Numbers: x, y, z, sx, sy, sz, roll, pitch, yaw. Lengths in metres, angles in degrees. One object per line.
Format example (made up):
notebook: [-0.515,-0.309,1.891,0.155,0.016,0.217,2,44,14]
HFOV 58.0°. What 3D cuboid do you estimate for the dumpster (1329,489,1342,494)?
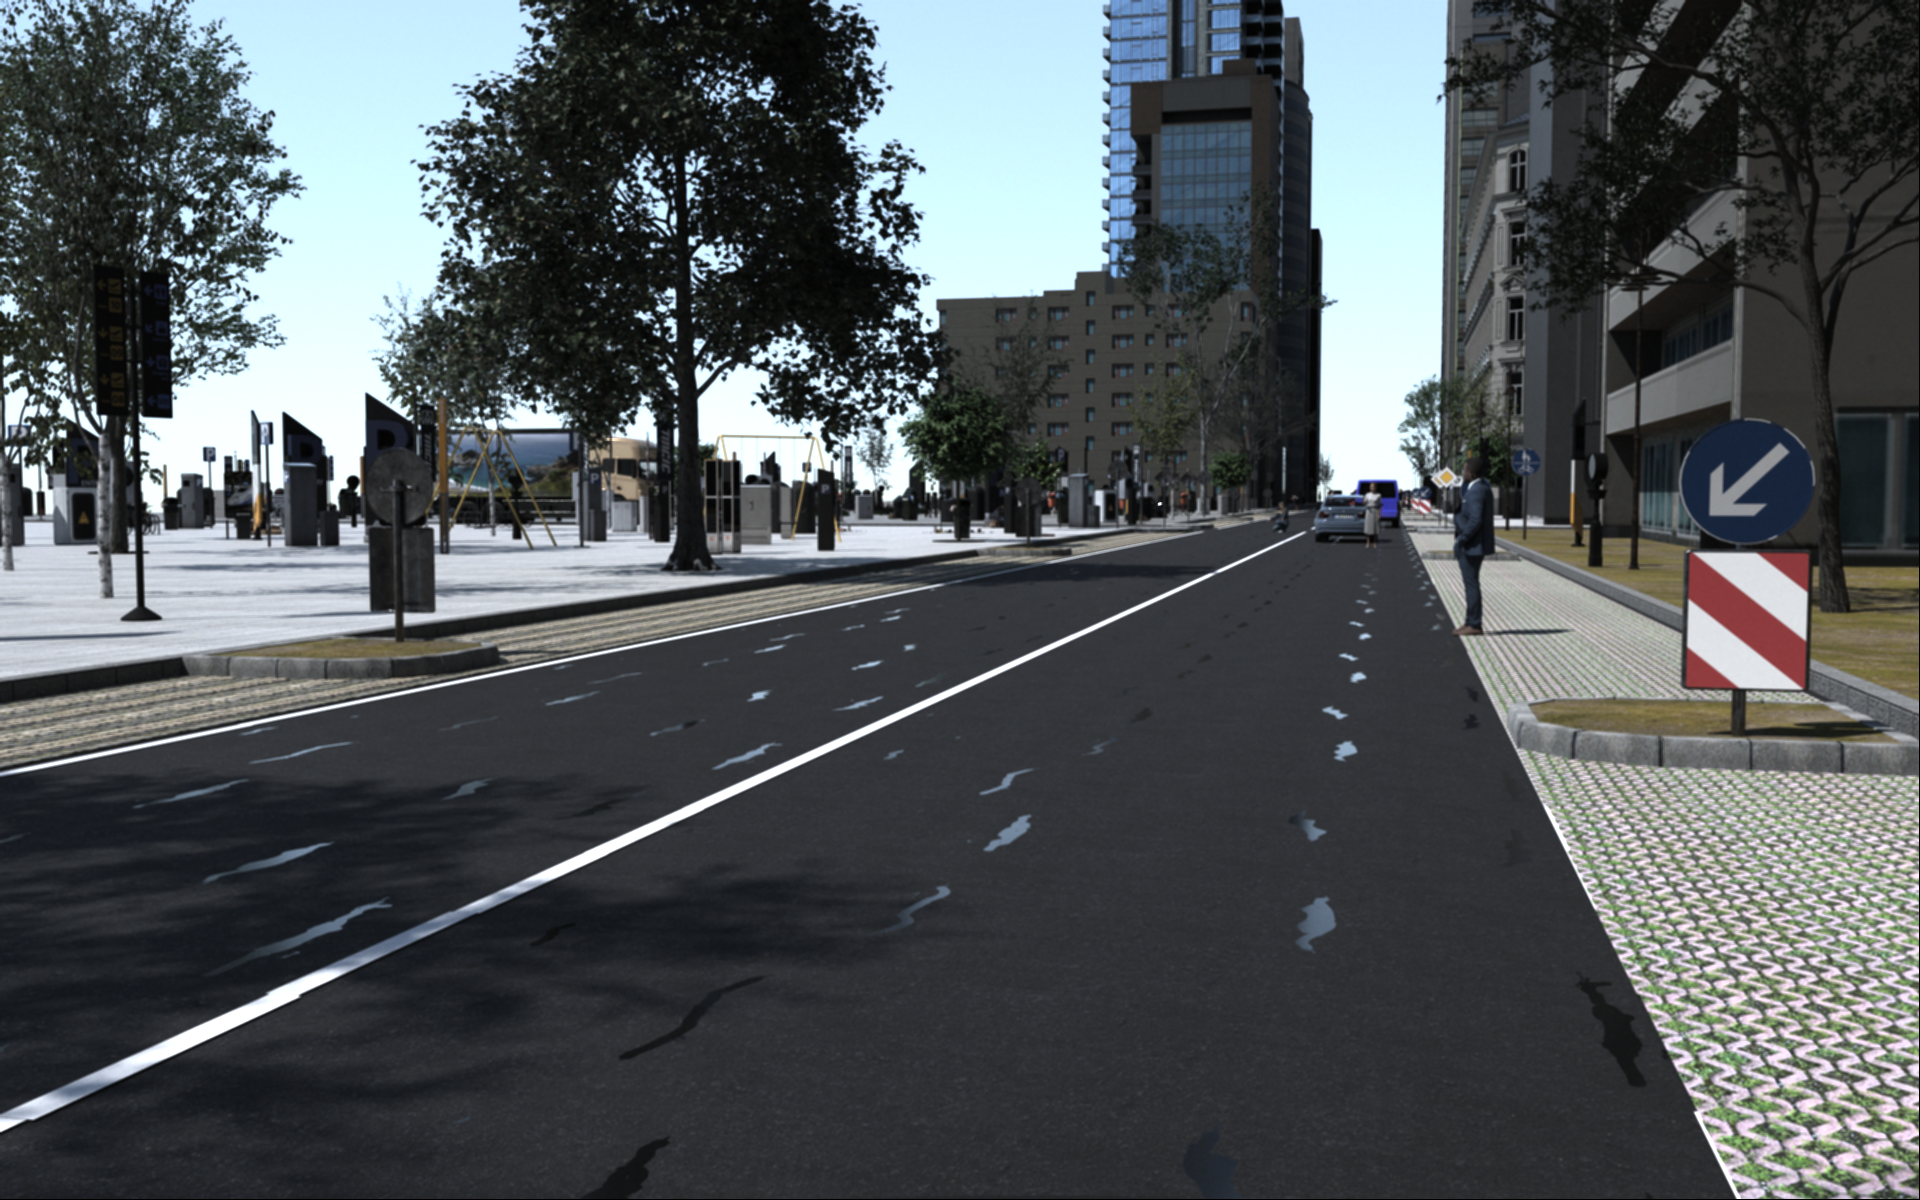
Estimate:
dumpster: [58.015,-16.058,267.503,1.985,2.255,1.502,1,4,12]

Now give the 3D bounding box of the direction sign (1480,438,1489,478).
direction sign: [21.102,-4.757,69.776,0.379,3.537,0.876,3,5,39]

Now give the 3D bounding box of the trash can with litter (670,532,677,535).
trash can with litter: [-8.808,-2.705,55.285,1.678,1.210,2.233,0,4,1]

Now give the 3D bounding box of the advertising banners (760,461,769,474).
advertising banners: [-9.827,-5.934,93.215,2.074,3.025,0.090,-2,4,-31]

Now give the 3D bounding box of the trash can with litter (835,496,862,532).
trash can with litter: [-4.301,-2.993,59.990,1.678,1.210,2.233,-1,4,-22]

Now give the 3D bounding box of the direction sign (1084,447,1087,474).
direction sign: [6.115,-5.641,84.235,0.379,3.537,0.876,1,4,10]

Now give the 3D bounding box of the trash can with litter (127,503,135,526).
trash can with litter: [-33.158,-3.492,68.482,1.055,1.170,0.624,-2,4,-28]

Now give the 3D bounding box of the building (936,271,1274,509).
building: [14.774,-19.524,164.259,27.650,21.520,28.899,1,4,14]

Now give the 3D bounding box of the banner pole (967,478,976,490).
banner pole: [0.787,-8.356,126.640,0.863,3.779,0.401,0,4,7]

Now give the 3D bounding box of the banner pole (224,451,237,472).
banner pole: [-42.015,-6.724,99.953,0.863,3.779,0.401,-2,4,-35]

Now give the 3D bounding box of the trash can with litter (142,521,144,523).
trash can with litter: [-34.409,-3.688,71.358,1.678,1.210,2.233,3,5,43]

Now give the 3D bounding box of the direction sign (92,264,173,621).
direction sign: [-8.340,-1.562,17.537,0.379,3.537,0.876,2,4,26]

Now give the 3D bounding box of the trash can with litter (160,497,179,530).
trash can with litter: [-28.525,-3.123,62.444,0.624,1.170,1.055,-2,4,-30]

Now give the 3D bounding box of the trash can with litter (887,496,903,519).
trash can with litter: [-3.279,-4.813,90.072,0.624,1.170,1.055,2,4,32]

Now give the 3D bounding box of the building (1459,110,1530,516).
building: [43.865,-20.954,119.011,17.030,29.872,44.131,1,4,14]

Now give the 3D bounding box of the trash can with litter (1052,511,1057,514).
trash can with litter: [6.630,-6.330,114.554,1.678,1.210,2.233,-2,4,-27]

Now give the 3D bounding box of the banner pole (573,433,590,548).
banner pole: [-8.960,-3.135,41.274,0.401,3.779,0.863,-2,4,-31]

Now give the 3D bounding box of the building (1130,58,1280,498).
building: [26.239,-32.628,183.572,14.600,45.320,14.200,1,4,14]

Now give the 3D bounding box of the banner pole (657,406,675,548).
banner pole: [-6.763,-3.099,40.682,0.863,3.779,0.401,-3,4,-36]

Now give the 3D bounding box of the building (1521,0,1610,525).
building: [36.903,-17.091,72.951,24.014,27.812,14.314,1,4,14]

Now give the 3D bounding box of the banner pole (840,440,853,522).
banner pole: [-5.196,-5.427,78.752,0.863,3.779,0.401,3,4,36]

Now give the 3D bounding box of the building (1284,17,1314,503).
building: [44.293,-50.699,267.182,20.563,71.187,20.611,1,4,14]

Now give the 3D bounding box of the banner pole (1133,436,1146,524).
banner pole: [7.668,-5.166,74.476,0.401,3.779,0.863,-2,4,-31]

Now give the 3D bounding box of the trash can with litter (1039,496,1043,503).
trash can with litter: [6.498,-7.482,133.717,1.055,1.170,0.624,-1,4,-17]

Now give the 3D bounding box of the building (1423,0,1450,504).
building: [74.425,-48.795,236.051,20.563,71.187,20.611,1,4,14]

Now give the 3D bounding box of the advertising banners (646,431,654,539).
advertising banners: [-8.829,-3.257,49.434,0.090,3.025,2.074,0,4,-4]

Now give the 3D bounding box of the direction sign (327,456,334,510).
direction sign: [-37.170,-6.729,102.016,0.876,3.537,0.379,2,4,33]

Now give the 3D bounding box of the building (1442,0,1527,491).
building: [60.977,-38.919,178.329,21.231,58.520,28.212,1,4,14]

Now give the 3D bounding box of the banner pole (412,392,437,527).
banner pole: [-13.200,-3.217,42.616,0.401,3.779,0.863,2,4,31]

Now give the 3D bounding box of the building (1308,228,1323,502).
building: [51.944,-38.786,284.260,14.600,45.320,14.200,1,4,14]

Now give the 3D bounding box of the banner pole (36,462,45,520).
banner pole: [-45.837,-5.892,86.346,0.401,3.779,0.863,-1,4,-18]

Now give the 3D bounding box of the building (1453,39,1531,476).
building: [52.803,-29.076,158.981,14.154,41.232,14.086,1,4,14]

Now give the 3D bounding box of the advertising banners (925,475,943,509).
advertising banners: [-2.114,-9.059,144.303,2.074,3.025,0.090,-3,5,-43]

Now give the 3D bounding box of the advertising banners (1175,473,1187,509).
advertising banners: [18.908,-9.241,147.272,2.074,3.025,0.090,-3,5,-43]

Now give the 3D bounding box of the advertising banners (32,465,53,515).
advertising banners: [-55.659,-6.642,104.791,0.090,3.025,2.074,2,4,31]

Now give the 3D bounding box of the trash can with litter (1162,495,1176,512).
trash can with litter: [14.605,-7.082,126.843,2.233,1.210,1.678,1,4,18]

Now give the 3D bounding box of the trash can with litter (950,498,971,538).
trash can with litter: [0.007,-2.369,50.122,0.624,1.170,1.055,0,4,-2]

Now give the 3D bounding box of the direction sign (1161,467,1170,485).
direction sign: [17.482,-9.514,147.546,0.876,3.537,0.379,3,5,39]

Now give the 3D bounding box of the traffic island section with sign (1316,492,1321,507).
traffic island section with sign: [40.072,-11.452,195.872,1.989,1.847,2.006,1,4,14]

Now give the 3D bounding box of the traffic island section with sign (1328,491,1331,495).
traffic island section with sign: [60.005,-16.376,276.367,1.989,1.847,2.006,1,4,14]

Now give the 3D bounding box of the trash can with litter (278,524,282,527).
trash can with litter: [-26.310,-3.538,68.905,1.678,1.210,2.233,1,4,10]

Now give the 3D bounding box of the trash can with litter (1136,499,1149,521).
trash can with litter: [8.539,-4.344,82.407,0.624,1.170,1.055,-3,5,-42]

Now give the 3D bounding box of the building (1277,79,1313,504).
building: [38.023,-42.933,243.955,21.231,58.520,28.212,1,4,14]

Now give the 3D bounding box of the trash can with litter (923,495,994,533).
trash can with litter: [-0.016,-2.818,57.138,2.233,1.210,1.678,1,4,11]

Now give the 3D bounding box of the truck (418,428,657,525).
truck: [-17.816,-5.270,75.084,11.283,4.237,2.839,1,4,14]

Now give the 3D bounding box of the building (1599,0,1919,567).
building: [26.770,-25.290,37.188,21.300,48.544,21.600,1,4,14]

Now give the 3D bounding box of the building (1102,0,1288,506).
building: [28.218,-54.582,205.086,22.319,86.520,31.000,1,4,14]

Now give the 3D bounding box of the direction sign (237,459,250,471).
direction sign: [-46.876,-7.425,113.402,0.876,3.537,0.379,1,4,12]

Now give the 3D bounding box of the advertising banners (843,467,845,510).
advertising banners: [-7.611,-7.192,113.769,0.090,3.025,2.074,0,4,-6]
